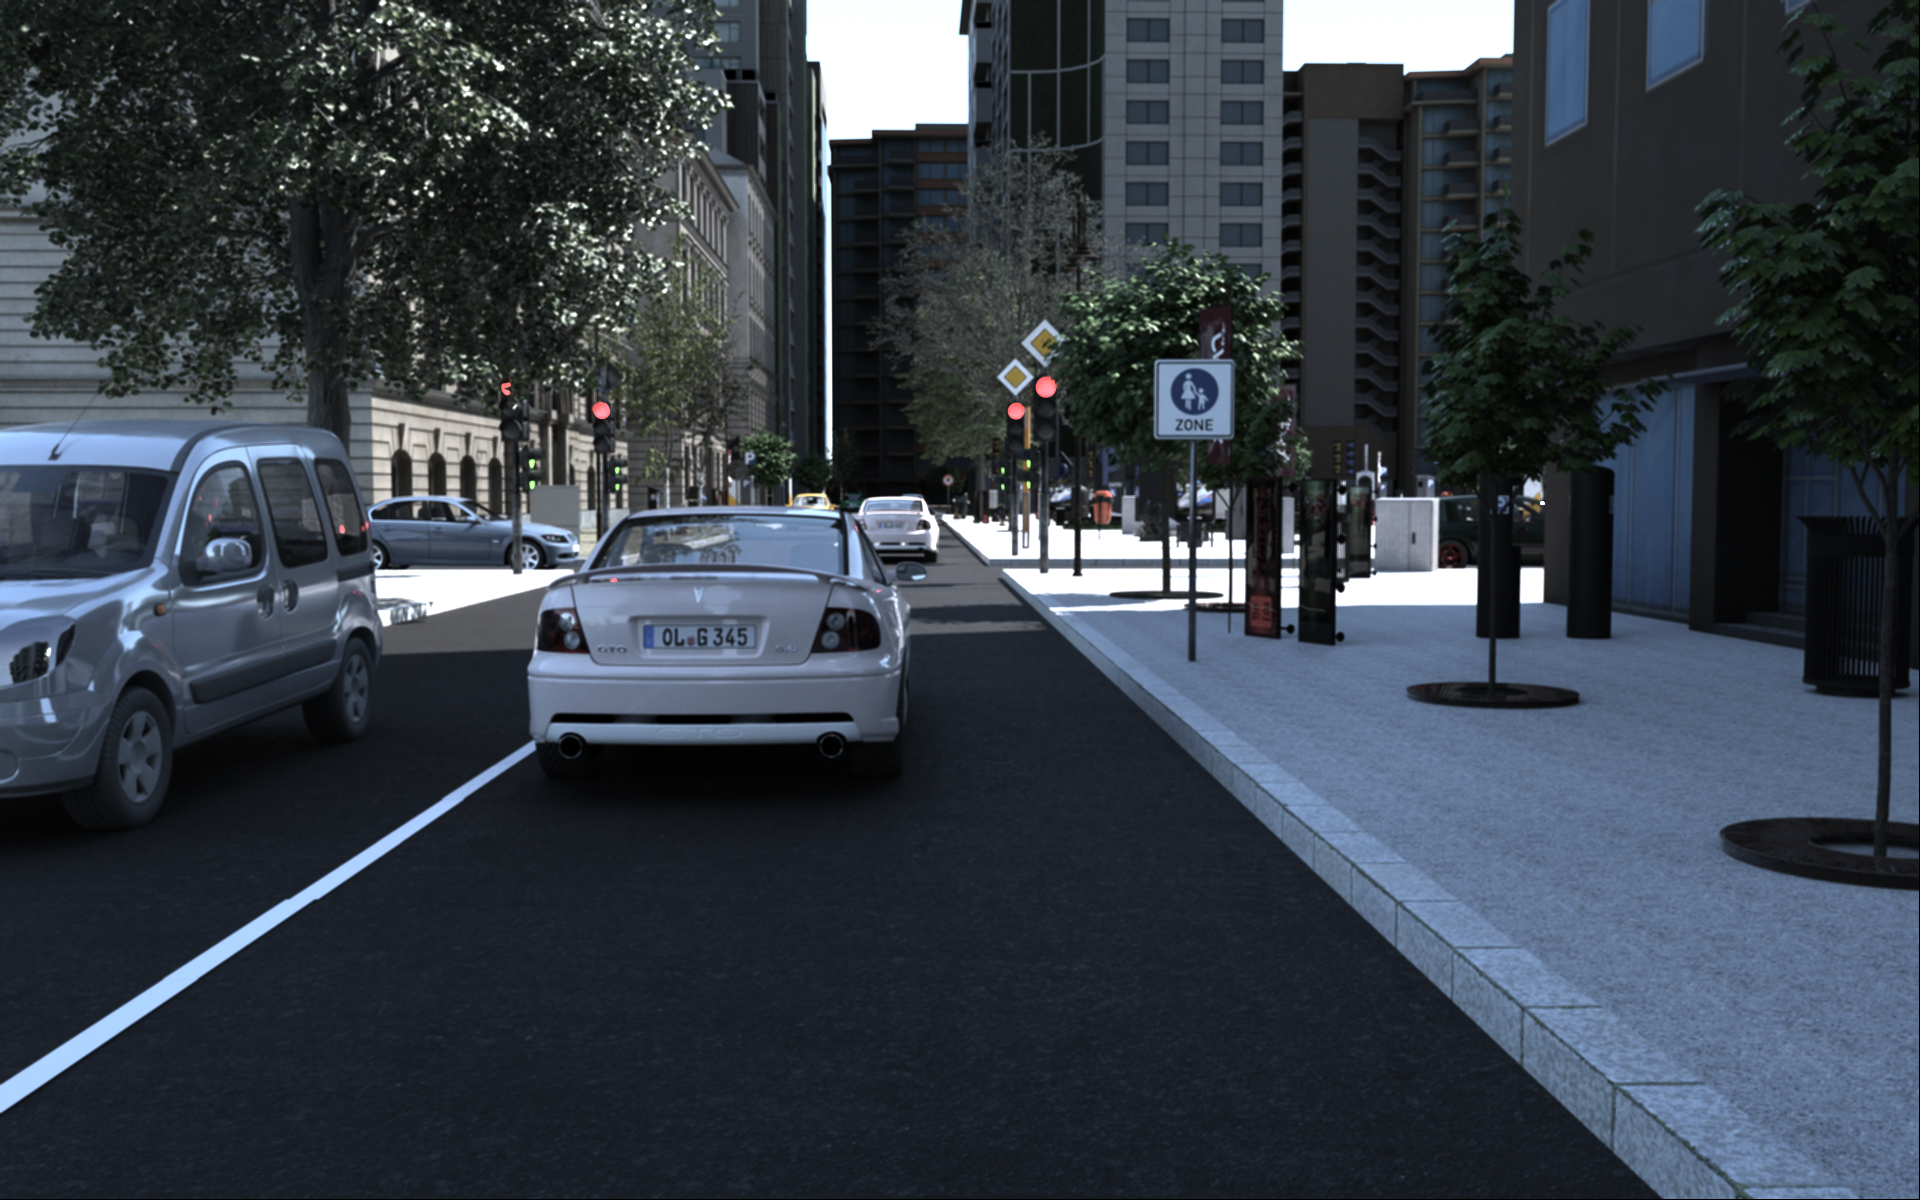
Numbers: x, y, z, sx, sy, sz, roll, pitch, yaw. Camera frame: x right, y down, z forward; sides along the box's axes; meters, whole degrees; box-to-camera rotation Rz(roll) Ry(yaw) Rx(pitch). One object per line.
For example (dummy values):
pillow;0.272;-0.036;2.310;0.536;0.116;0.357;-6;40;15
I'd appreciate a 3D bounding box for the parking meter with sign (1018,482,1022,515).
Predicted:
parking meter with sign;3.680;-6.807;107.553;0.543;3.016;1.738;-2;4;-32

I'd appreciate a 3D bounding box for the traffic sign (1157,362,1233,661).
traffic sign;1.781;-0.679;13.238;0.606;2.300;0.079;0;4;2

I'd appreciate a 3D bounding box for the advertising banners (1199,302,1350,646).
advertising banners;2.725;-1.176;15.418;0.090;3.025;2.074;-2;4;-27

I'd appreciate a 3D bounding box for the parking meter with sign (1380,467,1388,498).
parking meter with sign;26.950;-6.982;110.417;0.543;3.016;1.738;1;4;14

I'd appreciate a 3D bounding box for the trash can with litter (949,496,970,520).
trash can with litter;0.043;-4.661;87.592;0.624;1.170;1.055;1;4;22

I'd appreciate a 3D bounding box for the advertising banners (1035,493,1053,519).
advertising banners;4.050;-5.627;88.193;2.074;3.025;0.090;3;5;43

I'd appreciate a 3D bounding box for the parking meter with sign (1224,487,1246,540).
parking meter with sign;7.976;-3.194;48.489;0.543;3.016;1.738;-1;4;-20

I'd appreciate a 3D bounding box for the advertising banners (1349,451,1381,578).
advertising banners;5.636;-1.886;27.019;0.090;3.025;2.074;-3;5;-40

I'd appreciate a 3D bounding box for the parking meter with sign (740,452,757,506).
parking meter with sign;-8.670;-4.540;70.493;0.543;3.016;1.738;0;4;2

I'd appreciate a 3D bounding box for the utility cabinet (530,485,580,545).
utility cabinet;-10.116;-2.113;43.224;1.173;1.500;0.318;-1;4;-22

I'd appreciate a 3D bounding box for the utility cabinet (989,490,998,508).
utility cabinet;1.655;-5.820;103.834;1.173;1.500;0.318;0;4;-7

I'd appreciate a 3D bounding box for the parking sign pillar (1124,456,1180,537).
parking sign pillar;5.967;-3.900;52.231;1.447;3.967;1.447;-1;4;-13

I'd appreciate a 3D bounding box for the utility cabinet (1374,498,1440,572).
utility cabinet;7.419;-1.079;28.801;1.020;1.237;0.306;3;4;39

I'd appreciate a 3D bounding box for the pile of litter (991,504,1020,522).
pile of litter;2.129;-4.004;79.432;1.719;0.858;1.176;-3;5;-39

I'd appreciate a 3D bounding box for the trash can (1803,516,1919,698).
trash can;5.754;0.034;11.097;0.748;1.137;0.748;0;3;0

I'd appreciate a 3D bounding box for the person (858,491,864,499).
person;-8.756;-8.617;150.120;1.217;1.736;0.721;3;5;40

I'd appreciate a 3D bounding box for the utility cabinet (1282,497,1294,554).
utility cabinet;6.907;-1.616;37.583;0.306;1.237;1.020;-1;4;-16

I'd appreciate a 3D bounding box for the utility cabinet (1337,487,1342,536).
utility cabinet;10.995;-2.620;51.513;0.318;1.500;1.173;-1;4;-10

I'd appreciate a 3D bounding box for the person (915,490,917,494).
person;-4.491;-10.415;178.802;0.705;1.822;1.348;-1;4;-19

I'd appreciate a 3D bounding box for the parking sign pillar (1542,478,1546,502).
parking sign pillar;30.541;-6.144;88.924;1.447;3.967;1.447;-3;5;-42

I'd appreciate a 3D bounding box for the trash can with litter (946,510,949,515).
trash can with litter;-0.506;-5.871;107.370;0.624;1.170;1.055;-3;5;-40

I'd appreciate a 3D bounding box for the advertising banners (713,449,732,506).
advertising banners;-9.131;-4.319;66.804;0.090;3.025;2.074;1;4;12

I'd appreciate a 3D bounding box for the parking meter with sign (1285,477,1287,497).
parking meter with sign;12.372;-4.517;70.110;1.738;3.016;0.543;1;4;23

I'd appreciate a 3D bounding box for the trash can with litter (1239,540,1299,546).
trash can with litter;8.172;-1.999;43.741;1.678;1.210;2.233;-1;4;-15

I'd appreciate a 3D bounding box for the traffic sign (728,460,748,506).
traffic sign;-8.215;-3.900;63.867;0.768;2.556;0.104;0;4;1

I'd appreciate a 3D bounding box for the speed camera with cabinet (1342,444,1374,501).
speed camera with cabinet;15.438;-4.565;68.976;2.038;3.252;0.660;1;4;17

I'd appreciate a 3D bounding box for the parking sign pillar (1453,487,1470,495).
parking sign pillar;31.984;-7.460;110.439;1.447;3.967;1.447;-1;4;-15

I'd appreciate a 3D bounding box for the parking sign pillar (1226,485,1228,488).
parking sign pillar;13.352;-6.249;90.642;1.447;3.967;1.447;-1;4;-12

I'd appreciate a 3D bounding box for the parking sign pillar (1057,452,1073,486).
parking sign pillar;6.628;-7.392;109.337;1.447;3.967;1.447;-2;4;-28

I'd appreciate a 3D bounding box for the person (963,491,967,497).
person;0.635;-11.154;190.865;0.705;1.824;1.348;3;5;44

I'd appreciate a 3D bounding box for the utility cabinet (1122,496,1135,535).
utility cabinet;5.651;-2.676;54.911;1.020;1.237;0.306;1;4;23

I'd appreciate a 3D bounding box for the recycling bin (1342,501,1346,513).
recycling bin;14.798;-3.272;66.044;0.722;1.027;0.722;0;4;-3

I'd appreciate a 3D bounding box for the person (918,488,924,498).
person;-2.632;-6.377;112.784;0.705;1.822;1.348;2;4;31

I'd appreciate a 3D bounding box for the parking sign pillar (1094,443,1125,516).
parking sign pillar;6.301;-5.165;72.921;1.447;3.967;1.447;-2;4;-33

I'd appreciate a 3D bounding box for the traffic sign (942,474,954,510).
traffic sign;-0.752;-6.803;111.327;0.768;2.556;0.104;0;4;4

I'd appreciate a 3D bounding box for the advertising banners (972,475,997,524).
advertising banners;1.102;-4.796;74.595;0.090;3.025;2.074;-2;4;-31

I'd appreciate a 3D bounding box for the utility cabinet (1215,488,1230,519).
utility cabinet;10.280;-3.653;68.409;1.173;1.500;0.318;3;4;36

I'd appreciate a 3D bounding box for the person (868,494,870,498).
person;-9.353;-10.112;177.087;0.557;1.426;1.065;2;4;23

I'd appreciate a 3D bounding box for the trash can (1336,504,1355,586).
trash can;5.113;-0.761;24.094;0.748;1.137;0.748;0;3;0

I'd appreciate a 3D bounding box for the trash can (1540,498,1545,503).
trash can;34.565;-5.618;103.512;0.748;1.137;0.748;0;3;0

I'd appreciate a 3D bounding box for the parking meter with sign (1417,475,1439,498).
parking meter with sign;18.612;-4.459;69.162;0.543;3.016;1.738;-1;4;-20
